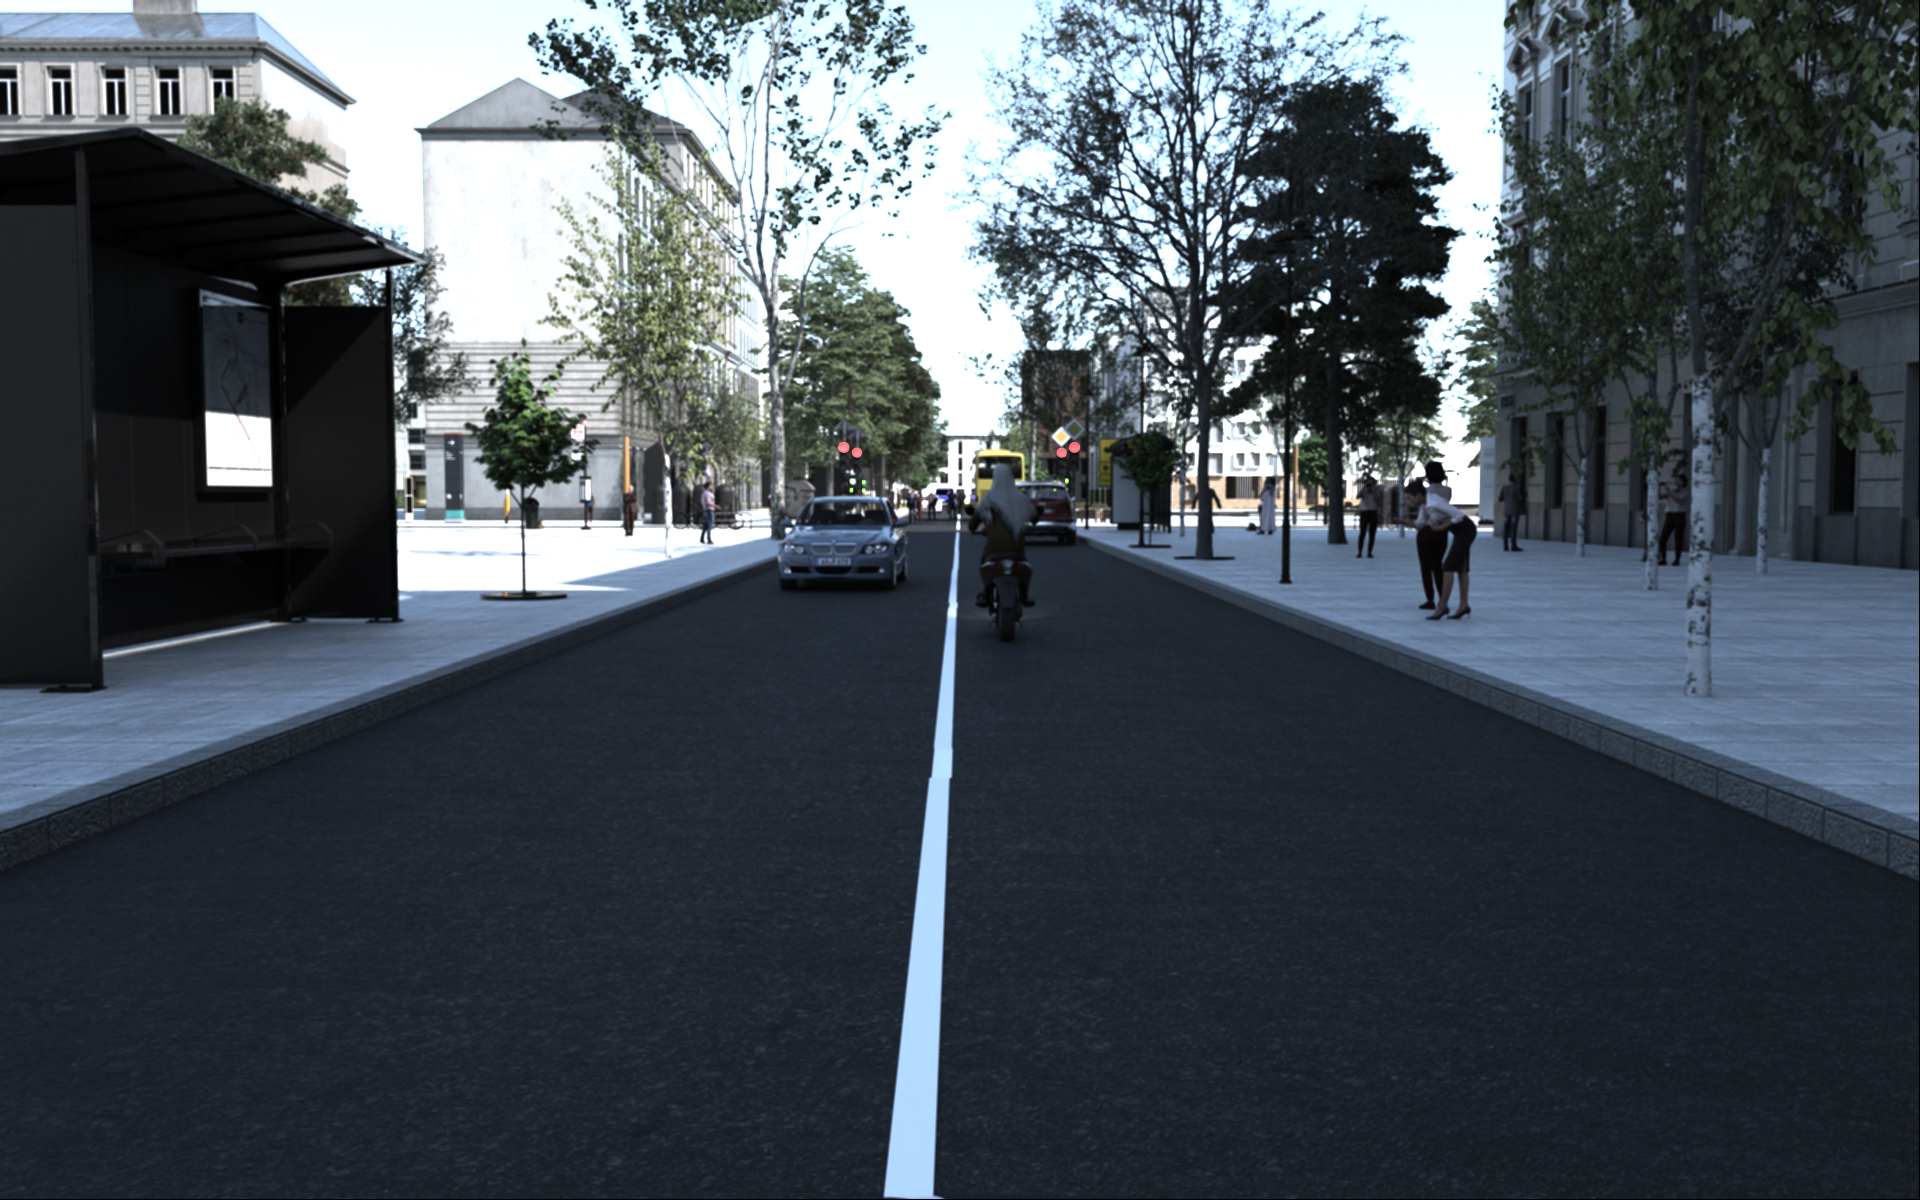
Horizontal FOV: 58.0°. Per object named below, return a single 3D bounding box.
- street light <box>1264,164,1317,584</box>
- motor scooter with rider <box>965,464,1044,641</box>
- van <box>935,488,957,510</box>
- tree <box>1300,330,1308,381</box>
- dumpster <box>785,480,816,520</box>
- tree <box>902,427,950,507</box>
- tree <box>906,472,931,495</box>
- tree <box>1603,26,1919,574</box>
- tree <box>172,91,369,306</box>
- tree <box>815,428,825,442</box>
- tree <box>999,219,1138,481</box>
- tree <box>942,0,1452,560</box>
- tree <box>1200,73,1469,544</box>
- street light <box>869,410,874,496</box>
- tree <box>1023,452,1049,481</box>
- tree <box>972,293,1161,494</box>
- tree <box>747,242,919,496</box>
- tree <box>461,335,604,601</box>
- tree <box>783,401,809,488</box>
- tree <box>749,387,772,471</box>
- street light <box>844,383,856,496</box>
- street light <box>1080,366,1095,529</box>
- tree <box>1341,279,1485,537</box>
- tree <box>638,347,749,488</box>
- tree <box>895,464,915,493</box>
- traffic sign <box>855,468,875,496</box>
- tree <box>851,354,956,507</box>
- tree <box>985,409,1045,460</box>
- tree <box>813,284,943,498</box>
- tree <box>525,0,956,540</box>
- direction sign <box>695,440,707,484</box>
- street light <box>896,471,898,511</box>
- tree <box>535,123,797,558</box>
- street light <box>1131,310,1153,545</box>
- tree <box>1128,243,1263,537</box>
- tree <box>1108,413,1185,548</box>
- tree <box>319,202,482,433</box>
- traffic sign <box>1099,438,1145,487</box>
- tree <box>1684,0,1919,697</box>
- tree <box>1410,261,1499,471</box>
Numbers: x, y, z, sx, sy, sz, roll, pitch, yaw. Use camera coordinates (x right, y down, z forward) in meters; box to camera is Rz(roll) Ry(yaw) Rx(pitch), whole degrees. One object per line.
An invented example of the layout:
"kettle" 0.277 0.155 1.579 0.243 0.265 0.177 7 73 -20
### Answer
"street light" 4.678 -3.175 24.705 0.468 5.910 1.993 0 3 0
"motor scooter with rider" 0.486 -0.521 17.488 0.876 1.779 1.986 0 4 0
"van" -1.377 -9.480 159.380 2.240 2.365 5.245 0 4 1
"tree" 13.665 -6.626 58.692 4.360 8.622 3.978 0 3 0
"dumpster" -6.644 -4.015 71.407 1.264 1.857 1.865 0 3 0
"tree" -5.506 -14.673 174.321 8.767 10.594 7.601 -2 4 -34
"tree" -4.920 -13.203 199.577 4.285 4.588 4.351 0 3 0
"tree" 12.788 -4.733 27.744 4.360 8.622 3.978 0 3 0
"tree" -19.398 -7.604 46.386 6.751 12.117 7.091 0 3 0
"tree" -12.502 -10.864 127.990 4.360 8.622 3.978 0 3 0
"tree" 5.838 -15.989 117.312 12.611 20.169 13.585 0 3 0
"tree" 4.751 -7.550 33.806 12.009 13.543 11.850 0 3 0
"tree" 9.644 -7.484 44.419 6.751 12.117 7.091 0 3 0
"street light" -4.659 -7.231 91.018 0.468 5.910 1.993 0 3 0
"tree" 5.173 -9.143 133.209 4.285 4.588 4.351 0 3 0
"tree" 5.259 -8.873 79.487 8.767 10.594 7.601 1 4 18
"tree" -5.704 -9.777 77.983 7.486 12.596 7.792 0 3 0
"tree" -5.349 -1.623 21.140 1.663 3.219 1.824 0 3 0
"tree" -12.753 -10.291 118.625 4.360 8.622 3.978 0 3 0
"tree" -12.568 -8.592 90.842 4.360 8.622 3.978 0 3 0
"street light" -4.574 -6.069 72.014 0.468 5.910 1.993 0 3 0
"street light" 4.619 -5.511 62.890 0.468 5.910 1.993 0 3 0
"tree" 13.111 -6.150 50.914 4.360 8.622 3.978 0 3 0
"tree" -13.089 -8.161 83.799 4.360 8.622 3.978 0 3 0
"tree" -5.723 -14.671 190.225 4.360 8.622 3.978 0 3 0
"traffic sign" -7.094 -8.663 135.517 2.265 3.308 0.079 0 4 7
"tree" -6.013 -14.692 146.869 9.857 13.997 8.962 0 3 0
"tree" 4.563 -12.585 156.131 4.737 8.622 4.395 0 3 0
"tree" -4.885 -12.017 103.894 7.806 13.903 7.818 0 3 0
"tree" -6.126 -11.689 46.999 12.611 20.169 13.585 0 3 0
"direction sign" -10.960 -4.968 73.225 0.379 3.537 0.876 2 4 23
"street light" -4.741 -9.641 130.414 0.468 5.910 1.993 0 3 0
"tree" -5.965 -5.133 34.281 4.737 8.622 4.395 0 3 0
"street light" 4.600 -4.338 43.709 0.468 5.910 1.993 0 3 0
"tree" 6.916 -6.213 51.943 4.360 8.622 3.978 0 3 0
"tree" 4.638 -2.865 41.438 1.663 3.219 1.824 0 3 0
"tree" -19.469 -7.450 56.214 8.767 10.594 7.601 1 4 14
"traffic sign" 6.139 -4.196 62.484 2.265 3.308 0.079 1 4 9
"tree" 4.868 -3.684 10.600 4.737 8.622 4.395 0 3 0
"tree" 26.717 -10.020 81.956 7.486 12.596 7.792 0 3 0
